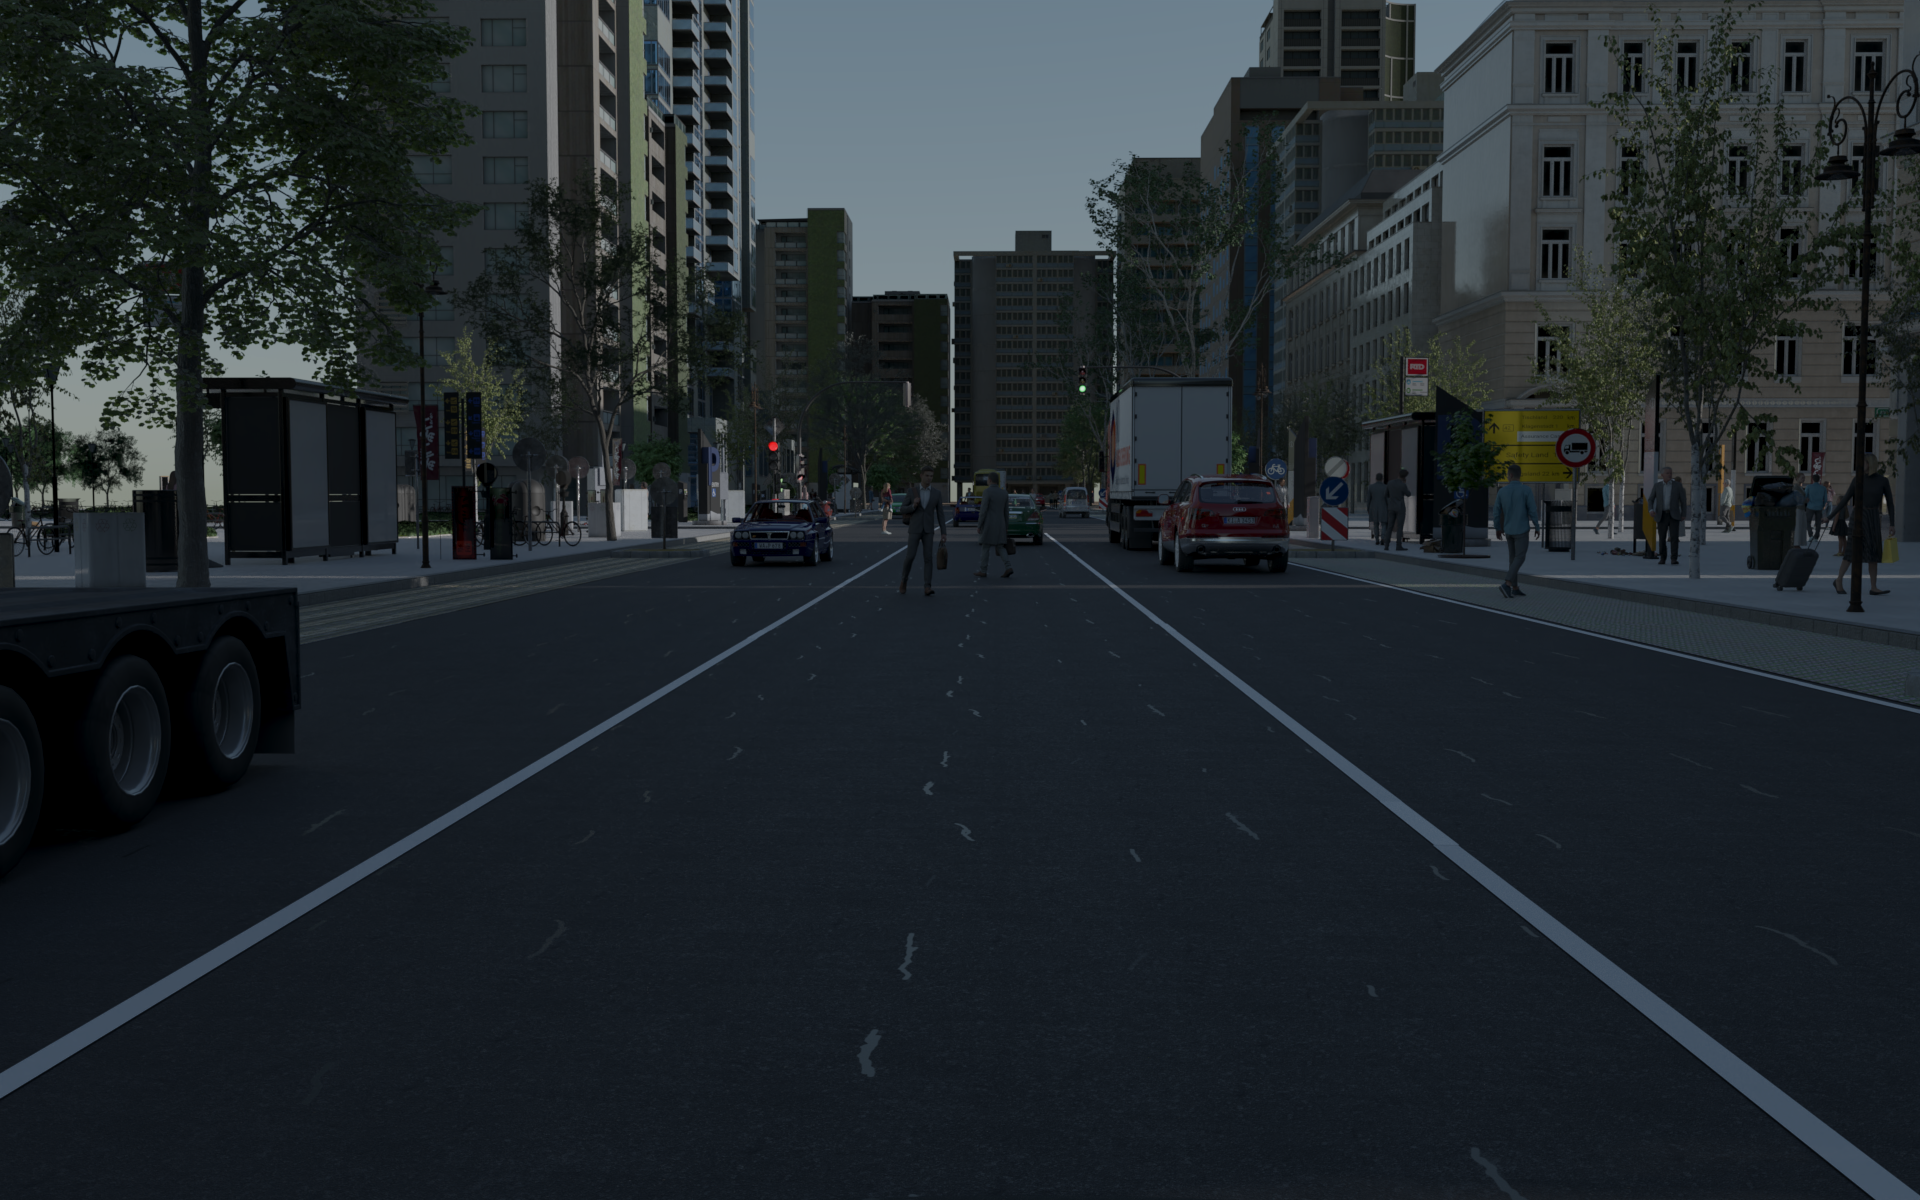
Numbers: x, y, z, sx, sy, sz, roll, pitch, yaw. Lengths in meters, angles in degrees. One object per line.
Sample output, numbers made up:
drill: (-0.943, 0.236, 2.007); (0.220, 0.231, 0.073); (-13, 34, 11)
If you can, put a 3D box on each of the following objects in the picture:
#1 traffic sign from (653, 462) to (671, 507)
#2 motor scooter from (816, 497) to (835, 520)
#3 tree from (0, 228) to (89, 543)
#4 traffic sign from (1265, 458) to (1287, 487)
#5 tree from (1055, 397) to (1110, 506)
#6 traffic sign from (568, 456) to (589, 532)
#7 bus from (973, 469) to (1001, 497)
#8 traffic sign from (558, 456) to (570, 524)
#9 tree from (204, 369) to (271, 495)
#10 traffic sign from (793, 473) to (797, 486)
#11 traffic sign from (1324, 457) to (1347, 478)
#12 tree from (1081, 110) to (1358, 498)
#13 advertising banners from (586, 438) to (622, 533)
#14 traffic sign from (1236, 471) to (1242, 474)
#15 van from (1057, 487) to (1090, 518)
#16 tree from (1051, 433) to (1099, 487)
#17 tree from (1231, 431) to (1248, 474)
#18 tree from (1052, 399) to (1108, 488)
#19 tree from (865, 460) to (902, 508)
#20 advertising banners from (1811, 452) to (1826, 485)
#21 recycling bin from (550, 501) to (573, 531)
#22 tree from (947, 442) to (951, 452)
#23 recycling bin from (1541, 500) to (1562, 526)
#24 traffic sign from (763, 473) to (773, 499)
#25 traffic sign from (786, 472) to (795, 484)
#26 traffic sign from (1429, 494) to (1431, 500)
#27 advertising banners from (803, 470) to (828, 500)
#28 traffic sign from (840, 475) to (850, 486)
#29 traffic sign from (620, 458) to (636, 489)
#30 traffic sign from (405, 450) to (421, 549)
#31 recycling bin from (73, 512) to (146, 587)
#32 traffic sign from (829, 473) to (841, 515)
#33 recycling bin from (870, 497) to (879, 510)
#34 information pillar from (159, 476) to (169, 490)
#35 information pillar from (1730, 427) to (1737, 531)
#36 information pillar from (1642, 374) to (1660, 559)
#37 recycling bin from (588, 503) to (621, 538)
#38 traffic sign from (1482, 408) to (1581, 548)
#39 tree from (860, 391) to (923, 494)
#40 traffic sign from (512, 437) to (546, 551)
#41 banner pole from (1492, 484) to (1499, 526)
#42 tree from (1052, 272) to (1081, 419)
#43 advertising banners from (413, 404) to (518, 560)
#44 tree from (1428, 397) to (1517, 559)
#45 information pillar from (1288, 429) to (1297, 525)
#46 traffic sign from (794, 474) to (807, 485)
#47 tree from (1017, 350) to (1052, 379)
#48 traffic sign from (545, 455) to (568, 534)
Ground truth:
traffic sign: (-12.040, -4.266, 69.855); (0.768, 2.556, 0.104); (1, 4, 10)
motor scooter: (-5.979, -3.938, 77.160); (0.815, 1.314, 1.986); (0, 4, 0)
tree: (-24.506, -5.782, 44.905); (4.360, 8.622, 3.978); (0, 3, 0)
traffic sign: (11.305, -3.785, 61.998); (0.768, 2.556, 0.104); (1, 4, 8)
tree: (14.022, -15.907, 185.837); (9.928, 11.665, 9.643); (0, 3, 0)
traffic sign: (-12.835, -3.554, 58.217); (0.768, 2.556, 0.104); (0, 4, 2)
bus: (2.660, -10.948, 170.541); (2.896, 3.916, 12.252); (0, 4, 1)
traffic sign: (-13.215, -3.479, 56.989); (0.768, 2.556, 0.104); (1, 4, 11)
tree: (-18.287, -3.797, 45.796); (4.285, 4.588, 4.351); (0, 3, 0)
traffic sign: (-10.066, -6.409, 104.899); (0.768, 2.556, 0.104); (1, 4, 9)
traffic sign: (12.774, -3.599, 58.951); (0.768, 2.556, 0.104); (1, 4, 10)
tree: (12.912, -14.035, 85.358); (12.611, 20.169, 13.585); (0, 3, 0)
advertising banners: (-11.267, -3.588, 54.850); (0.090, 3.025, 2.074); (-3, 5, -44)
traffic sign: (15.517, -5.925, 96.977); (0.768, 2.556, 0.104); (0, 4, 7)
van: (6.900, -5.985, 104.872); (2.013, 2.044, 4.112); (0, 4, -1)
tree: (15.170, -17.440, 219.560); (7.601, 10.594, 8.767); (-1, 4, -16)
tree: (12.709, -6.845, 95.636); (4.285, 4.588, 4.351); (0, 3, 0)
tree: (14.472, -17.634, 206.438); (7.486, 12.596, 7.792); (0, 3, 0)
tree: (-7.412, -11.576, 172.986); (4.285, 4.588, 4.351); (0, 3, 0)
advertising banners: (34.953, -4.657, 72.333); (2.074, 3.025, 0.090); (2, 4, 25)
recycling bin: (-14.022, -2.962, 60.982); (0.722, 1.027, 0.722); (-1, 4, -17)
tree: (-5.975, -18.271, 209.092); (12.009, 13.543, 11.850); (0, 3, 0)
recycling bin: (24.114, -3.551, 70.609); (0.722, 1.027, 0.722); (1, 4, 9)
traffic sign: (-11.600, -6.452, 105.489); (0.884, 2.594, 0.081); (0, 4, 5)
traffic sign: (-10.006, -6.210, 101.634); (0.768, 2.556, 0.104); (1, 4, 9)
traffic sign: (15.245, -3.429, 56.177); (0.768, 2.556, 0.104); (0, 4, 3)
advertising banners: (-10.348, -7.715, 122.330); (2.074, 3.025, 0.090); (0, 4, -5)
traffic sign: (-7.731, -7.078, 115.459); (0.795, 2.593, 0.064); (0, 4, 3)
traffic sign: (-11.915, -3.766, 61.679); (0.768, 2.556, 0.104); (0, 4, 3)
traffic sign: (-12.652, -2.339, 40.379); (0.606, 2.300, 0.079); (1, 4, 8)
recycling bin: (-11.538, -0.670, 23.503); (0.722, 1.027, 0.722); (-3, 5, -42)
traffic sign: (-7.626, -6.449, 105.546); (0.768, 2.556, 0.104); (0, 4, 5)
recycling bin: (-7.072, -7.953, 142.590); (0.722, 1.027, 0.722); (0, 4, -3)
information pillar: (-32.269, -4.023, 70.262); (0.304, 2.012, 0.304); (-3, 4, -38)
information pillar: (26.690, -4.185, 59.777); (0.183, 3.616, 0.504); (1, 4, 16)
information pillar: (13.648, -2.620, 34.191); (0.183, 3.616, 0.504); (0, 4, -1)
recycling bin: (-10.555, -2.376, 51.399); (0.722, 1.027, 0.722); (1, 4, 20)
traffic sign: (13.628, -2.906, 41.394); (2.265, 3.308, 0.079); (0, 4, 8)
tree: (-7.603, -16.513, 188.117); (7.486, 12.596, 7.792); (0, 3, 0)
traffic sign: (-9.692, -2.377, 38.978); (0.768, 2.556, 0.104); (0, 4, 1)
banner pole: (21.839, -4.918, 70.420); (0.401, 3.779, 0.863); (1, 4, 10)
tree: (14.169, -16.904, 132.272); (12.611, 20.169, 13.585); (0, 3, 0)
advertising banners: (-9.664, -2.300, 33.795); (2.074, 3.025, 0.090); (0, 4, 7)
tree: (10.121, -2.452, 34.693); (1.663, 3.219, 1.824); (0, 3, 0)
information pillar: (11.930, -4.318, 61.953); (0.183, 3.616, 0.504); (-2, 4, -35)
traffic sign: (-9.298, -6.152, 100.686); (0.768, 2.556, 0.104); (0, 4, 3)
tree: (11.970, -18.530, 158.858); (12.611, 20.169, 13.585); (0, 3, 0)
traffic sign: (-13.105, -3.435, 56.268); (0.768, 2.556, 0.104); (0, 4, 8)
